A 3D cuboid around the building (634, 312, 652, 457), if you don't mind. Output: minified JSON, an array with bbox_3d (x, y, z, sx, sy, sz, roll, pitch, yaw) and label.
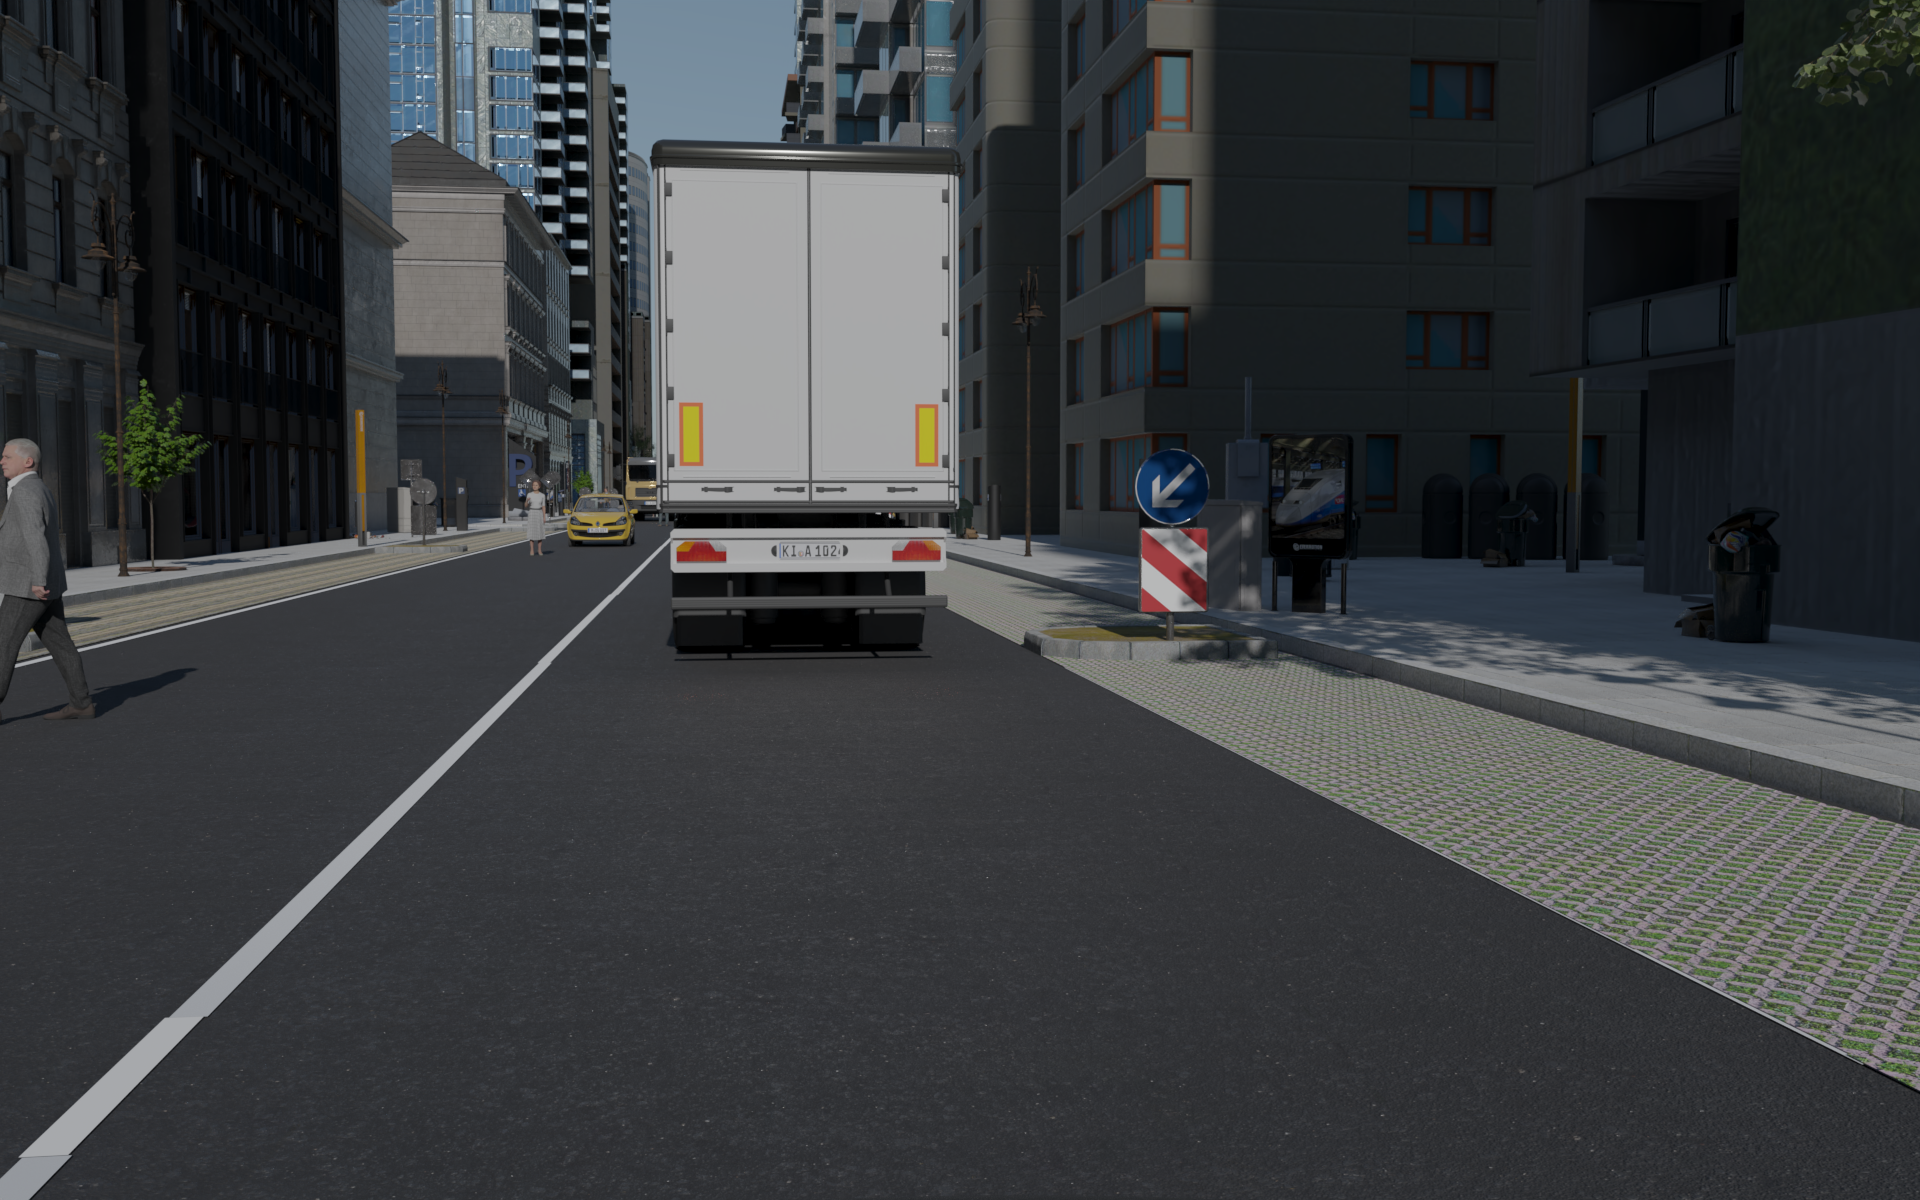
[{"bbox_3d":[-55.266,-30.424,269.138,14.160,30.474,14.107,0,4,-8],"label":"building"}]

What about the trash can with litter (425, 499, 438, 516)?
[{"bbox_3d":[-22.991,-3.855,74.413,1.055,1.170,0.624,-1,4,-18],"label":"trash can with litter"}]

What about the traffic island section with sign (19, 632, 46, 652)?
[{"bbox_3d":[-9.454,-0.446,15.913,1.989,1.847,2.006,0,4,-8],"label":"traffic island section with sign"}]

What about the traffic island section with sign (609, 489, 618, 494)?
[{"bbox_3d":[-24.598,-7.010,123.246,1.989,1.847,2.006,0,4,-8],"label":"traffic island section with sign"}]

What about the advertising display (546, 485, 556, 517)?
[{"bbox_3d":[-22.673,-5.553,96.013,0.123,1.923,0.974,-3,4,-37],"label":"advertising display"}]

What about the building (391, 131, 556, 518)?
[{"bbox_3d":[-29.029,-14.861,93.890,10.553,20.767,40.483,0,4,-8],"label":"building"}]

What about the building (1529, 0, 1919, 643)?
[{"bbox_3d":[14.593,-20.524,19.165,14.154,41.232,14.086,0,4,-8],"label":"building"}]

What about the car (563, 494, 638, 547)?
[{"bbox_3d":[-10.025,-2.340,48.486,2.015,1.641,3.980,-1,4,-8],"label":"car"}]

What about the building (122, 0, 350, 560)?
[{"bbox_3d":[-22.386,-12.864,39.998,12.332,23.373,15.834,0,4,-8],"label":"building"}]

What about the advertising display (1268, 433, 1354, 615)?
[{"bbox_3d":[3.776,-0.825,18.697,0.974,1.923,0.123,3,5,42],"label":"advertising display"}]

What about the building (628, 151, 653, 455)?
[{"bbox_3d":[-62.733,-45.724,289.577,21.231,58.520,28.212,0,4,-8],"label":"building"}]

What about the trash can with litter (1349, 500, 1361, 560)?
[{"bbox_3d":[7.290,-1.374,33.845,1.055,1.170,0.624,2,4,33],"label":"trash can with litter"}]

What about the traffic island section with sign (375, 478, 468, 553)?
[{"bbox_3d":[-13.221,-2.080,42.637,1.989,1.847,2.006,0,4,-8],"label":"traffic island section with sign"}]

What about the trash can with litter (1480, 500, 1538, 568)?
[{"bbox_3d":[9.655,-1.169,30.500,1.055,1.170,0.624,-3,5,-44],"label":"trash can with litter"}]

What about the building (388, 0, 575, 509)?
[{"bbox_3d":[-44.529,-51.875,160.827,22.319,86.520,31.000,0,4,-8],"label":"building"}]

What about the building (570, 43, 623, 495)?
[{"bbox_3d":[-48.261,-34.530,188.259,21.300,48.544,21.600,0,4,-8],"label":"building"}]

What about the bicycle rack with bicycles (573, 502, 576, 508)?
[{"bbox_3d":[-31.589,-7.784,140.652,2.852,0.926,2.925,1,4,14],"label":"bicycle rack with bicycles"}]

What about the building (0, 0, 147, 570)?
[{"bbox_3d":[-19.015,-10.642,23.150,9.793,20.994,18.267,0,4,-8],"label":"building"}]

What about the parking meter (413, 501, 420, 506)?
[{"bbox_3d":[-19.204,-3.224,61.125,0.372,1.533,0.369,0,3,0],"label":"parking meter"}]

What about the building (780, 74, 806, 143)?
[{"bbox_3d":[-7.347,-32.201,181.111,22.147,44.769,28.867,0,4,-8],"label":"building"}]

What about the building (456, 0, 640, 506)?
[{"bbox_3d":[-56.659,-56.992,244.498,22.319,86.520,31.000,0,4,-8],"label":"building"}]

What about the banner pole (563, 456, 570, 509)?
[{"bbox_3d":[-26.041,-7.625,114.680,0.401,3.779,0.863,1,4,22],"label":"banner pole"}]

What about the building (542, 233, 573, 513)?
[{"bbox_3d":[-33.197,-16.769,123.316,9.793,20.994,18.267,0,4,-8],"label":"building"}]

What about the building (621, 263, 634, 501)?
[{"bbox_3d":[-47.011,-26.635,207.185,14.160,30.474,14.107,0,4,-8],"label":"building"}]

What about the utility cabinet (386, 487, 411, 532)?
[{"bbox_3d":[-18.566,-2.979,57.377,0.318,1.500,1.173,-3,5,-45],"label":"utility cabinet"}]

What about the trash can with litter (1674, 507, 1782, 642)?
[{"bbox_3d":[6.706,-0.237,15.269,0.624,1.170,1.055,-1,4,-13],"label":"trash can with litter"}]

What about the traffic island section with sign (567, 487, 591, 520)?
[{"bbox_3d":[-20.792,-5.363,96.311,1.989,1.847,2.006,0,4,-8],"label":"traffic island section with sign"}]

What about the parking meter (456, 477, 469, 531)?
[{"bbox_3d":[-17.289,-3.331,60.179,0.399,1.863,0.255,0,4,-6],"label":"parking meter"}]

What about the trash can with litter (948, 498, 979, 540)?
[{"bbox_3d":[0.245,-2.315,49.236,0.624,1.170,1.055,-2,4,-26],"label":"trash can with litter"}]

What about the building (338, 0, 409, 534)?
[{"bbox_3d":[-31.172,-16.472,56.702,23.554,28.519,14.401,0,4,-8],"label":"building"}]

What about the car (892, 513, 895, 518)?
[{"bbox_3d":[-0.941,-3.940,74.636,3.980,1.641,2.015,-1,4,-8],"label":"car"}]

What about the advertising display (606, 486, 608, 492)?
[{"bbox_3d":[-29.728,-8.607,145.935,0.123,1.923,0.974,-1,4,-11],"label":"advertising display"}]

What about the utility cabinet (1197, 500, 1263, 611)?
[{"bbox_3d":[3.026,-0.508,19.470,0.306,1.237,1.020,-1,4,-20],"label":"utility cabinet"}]

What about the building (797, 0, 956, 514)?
[{"bbox_3d":[-1.256,-31.620,136.602,23.786,49.044,30.456,0,4,-8],"label":"building"}]

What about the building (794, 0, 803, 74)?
[{"bbox_3d":[-11.092,-54.894,210.181,22.319,86.520,31.000,0,4,-8],"label":"building"}]

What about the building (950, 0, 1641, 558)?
[{"bbox_3d":[15.332,-12.539,50.057,27.650,21.520,28.899,0,4,-8],"label":"building"}]

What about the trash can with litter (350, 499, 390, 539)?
[{"bbox_3d":[-17.322,-2.417,50.568,1.678,1.210,2.233,0,4,-6],"label":"trash can with litter"}]

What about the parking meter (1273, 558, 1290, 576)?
[{"bbox_3d":[5.090,-1.143,27.101,0.372,1.533,0.369,0,3,0],"label":"parking meter"}]

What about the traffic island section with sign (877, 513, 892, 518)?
[{"bbox_3d":[-2.202,-2.105,43.045,1.989,1.847,2.006,0,4,-8],"label":"traffic island section with sign"}]

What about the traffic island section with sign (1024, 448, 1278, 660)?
[{"bbox_3d":[1.638,-0.440,15.815,1.989,1.847,2.006,0,4,-8],"label":"traffic island section with sign"}]
